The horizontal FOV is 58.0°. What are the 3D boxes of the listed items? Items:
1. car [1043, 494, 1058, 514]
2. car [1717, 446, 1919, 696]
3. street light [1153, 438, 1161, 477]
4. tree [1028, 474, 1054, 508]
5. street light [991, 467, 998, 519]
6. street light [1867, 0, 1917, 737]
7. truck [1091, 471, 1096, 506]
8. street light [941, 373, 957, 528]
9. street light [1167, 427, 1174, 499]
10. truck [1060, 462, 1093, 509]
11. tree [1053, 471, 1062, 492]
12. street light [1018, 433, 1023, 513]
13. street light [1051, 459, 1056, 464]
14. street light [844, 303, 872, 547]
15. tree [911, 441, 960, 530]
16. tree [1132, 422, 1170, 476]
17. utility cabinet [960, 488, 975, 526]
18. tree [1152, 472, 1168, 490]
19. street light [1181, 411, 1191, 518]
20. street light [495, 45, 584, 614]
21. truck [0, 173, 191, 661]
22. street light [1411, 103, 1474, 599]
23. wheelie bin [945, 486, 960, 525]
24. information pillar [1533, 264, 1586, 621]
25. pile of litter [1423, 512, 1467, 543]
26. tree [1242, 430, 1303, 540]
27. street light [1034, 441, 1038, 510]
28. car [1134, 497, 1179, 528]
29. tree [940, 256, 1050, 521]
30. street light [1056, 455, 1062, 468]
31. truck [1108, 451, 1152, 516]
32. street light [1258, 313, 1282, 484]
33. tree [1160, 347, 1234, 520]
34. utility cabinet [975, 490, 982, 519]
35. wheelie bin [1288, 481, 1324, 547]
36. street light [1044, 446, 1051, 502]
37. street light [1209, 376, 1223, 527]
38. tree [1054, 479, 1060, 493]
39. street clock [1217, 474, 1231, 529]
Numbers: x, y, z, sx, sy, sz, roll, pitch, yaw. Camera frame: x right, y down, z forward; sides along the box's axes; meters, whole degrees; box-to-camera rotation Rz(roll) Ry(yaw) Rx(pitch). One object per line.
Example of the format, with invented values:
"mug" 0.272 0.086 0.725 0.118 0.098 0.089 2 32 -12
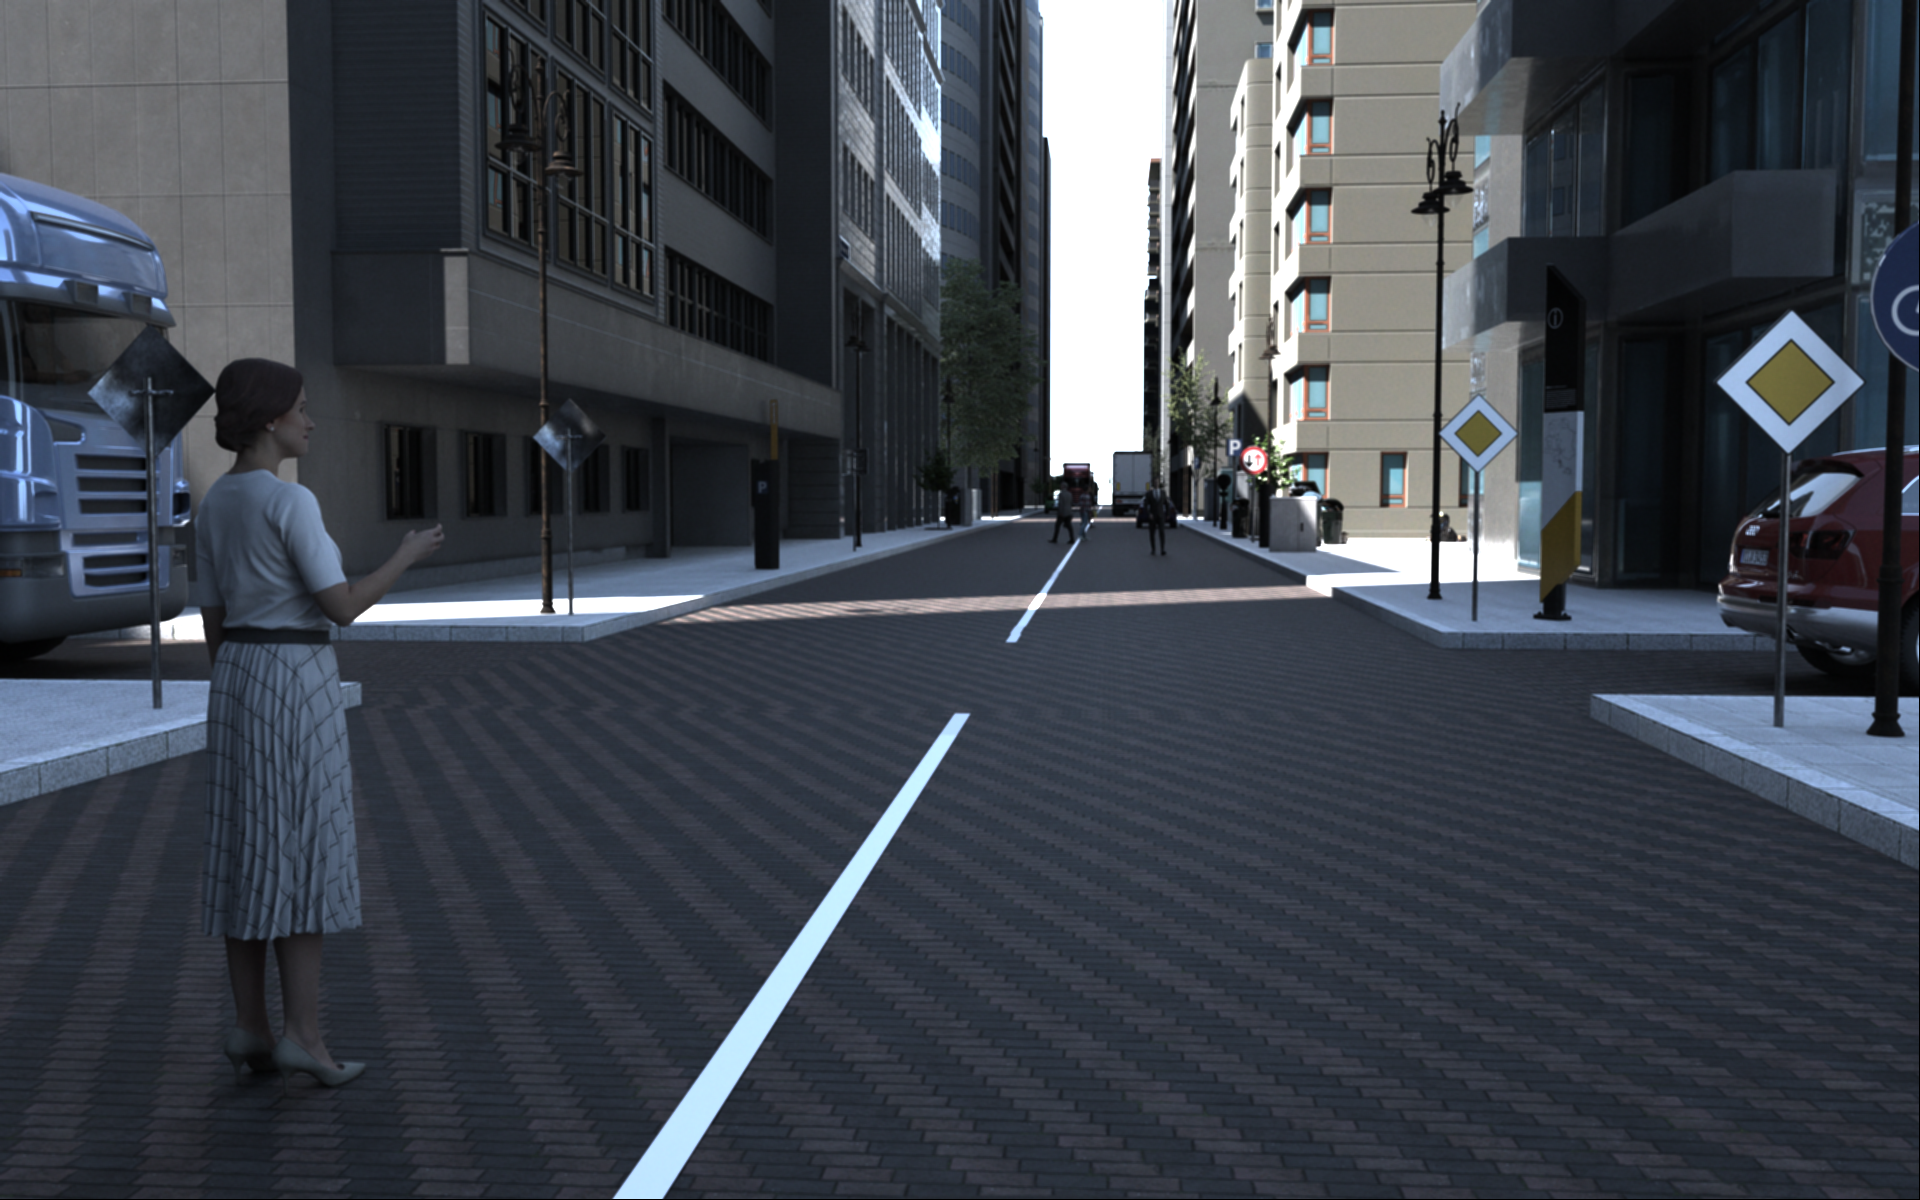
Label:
"car" 7.199 -7.326 128.580 1.959 1.807 4.718 0 4 5
"car" 8.423 -0.243 12.644 5.304 1.827 2.281 0 4 5
"street light" 16.430 -10.434 143.388 0.468 5.910 1.993 0 4 5
"tree" 7.429 -10.310 163.165 1.663 3.219 1.824 0 3 0
"street light" 2.003 -7.459 94.745 0.468 5.910 1.993 0 4 5
"street light" 4.928 -2.217 9.043 0.468 5.910 1.993 0 4 5
"truck" 15.382 -13.799 214.524 2.839 4.237 11.283 0 4 3
"street light" -0.424 -5.708 66.111 0.468 5.910 1.993 0 4 5
"street light" 14.545 -8.996 119.866 0.468 5.910 1.993 0 4 5
"truck" 10.479 -10.160 155.030 2.839 4.237 11.283 0 4 4
"tree" 14.199 -16.030 245.805 4.285 4.588 4.351 0 3 0
"street light" 4.156 -8.935 118.879 0.468 5.910 1.993 0 4 5
"street light" 9.294 -12.550 177.976 0.468 5.910 1.993 0 4 5
"street light" -2.468 -4.232 41.973 0.468 5.910 1.993 0 4 5
"tree" -0.778 -4.159 62.594 1.663 3.219 1.824 0 3 0
"tree" 19.661 -13.849 176.787 4.360 8.622 3.978 0 3 0
"utility cabinet" 0.256 -3.680 68.852 0.318 1.500 1.173 -1 4 -8
"tree" 17.060 -9.513 150.146 1.663 3.219 1.824 0 3 0
"street light" 12.481 -7.550 96.237 0.468 5.910 1.993 0 4 5
"street light" -4.436 -2.793 18.458 0.468 5.910 1.993 0 4 5
"truck" -15.272 -1.497 14.239 18.799 4.110 2.967 0 4 4
"street light" 5.809 -2.950 21.019 0.468 5.910 1.993 0 4 5
"wheelie bin" -0.185 -3.881 71.360 0.693 1.594 0.980 -1 4 -23
"information pillar" 6.093 -1.601 17.534 0.183 3.616 0.504 -2 4 -24
"pile of litter" 13.047 -1.983 46.379 1.176 0.858 1.719 -1 4 -10
"tree" 8.477 -3.274 48.131 1.663 3.219 1.824 0 3 0
"street light" 6.267 -10.384 142.560 0.468 5.910 1.993 0 4 5
"car" 8.443 -3.788 74.517 1.945 1.354 3.894 0 4 6
"tree" 0.406 -10.114 83.492 7.486 12.596 7.792 0 3 0
"street light" 11.291 -13.996 201.615 0.468 5.910 1.993 0 4 5
"truck" 11.528 -7.837 117.041 2.839 4.237 11.283 0 4 4
"street light" 7.950 -4.387 44.519 0.468 5.910 1.993 0 4 5
"tree" 11.909 -8.323 86.437 4.737 8.622 4.395 0 3 0
"utility cabinet" 0.623 -4.798 87.122 0.318 1.500 1.173 -2 4 -34
"wheelie bin" 8.342 -2.075 41.838 0.693 1.594 0.980 -3 5 -39
"street light" 8.203 -11.832 166.242 0.468 5.910 1.993 0 4 5
"street light" 10.039 -5.825 68.024 0.468 5.910 1.993 0 4 5
"tree" 9.917 -11.864 188.583 1.663 3.219 1.824 0 3 0
"street clock" 9.574 -3.567 62.883 0.471 2.002 0.358 3 4 38
